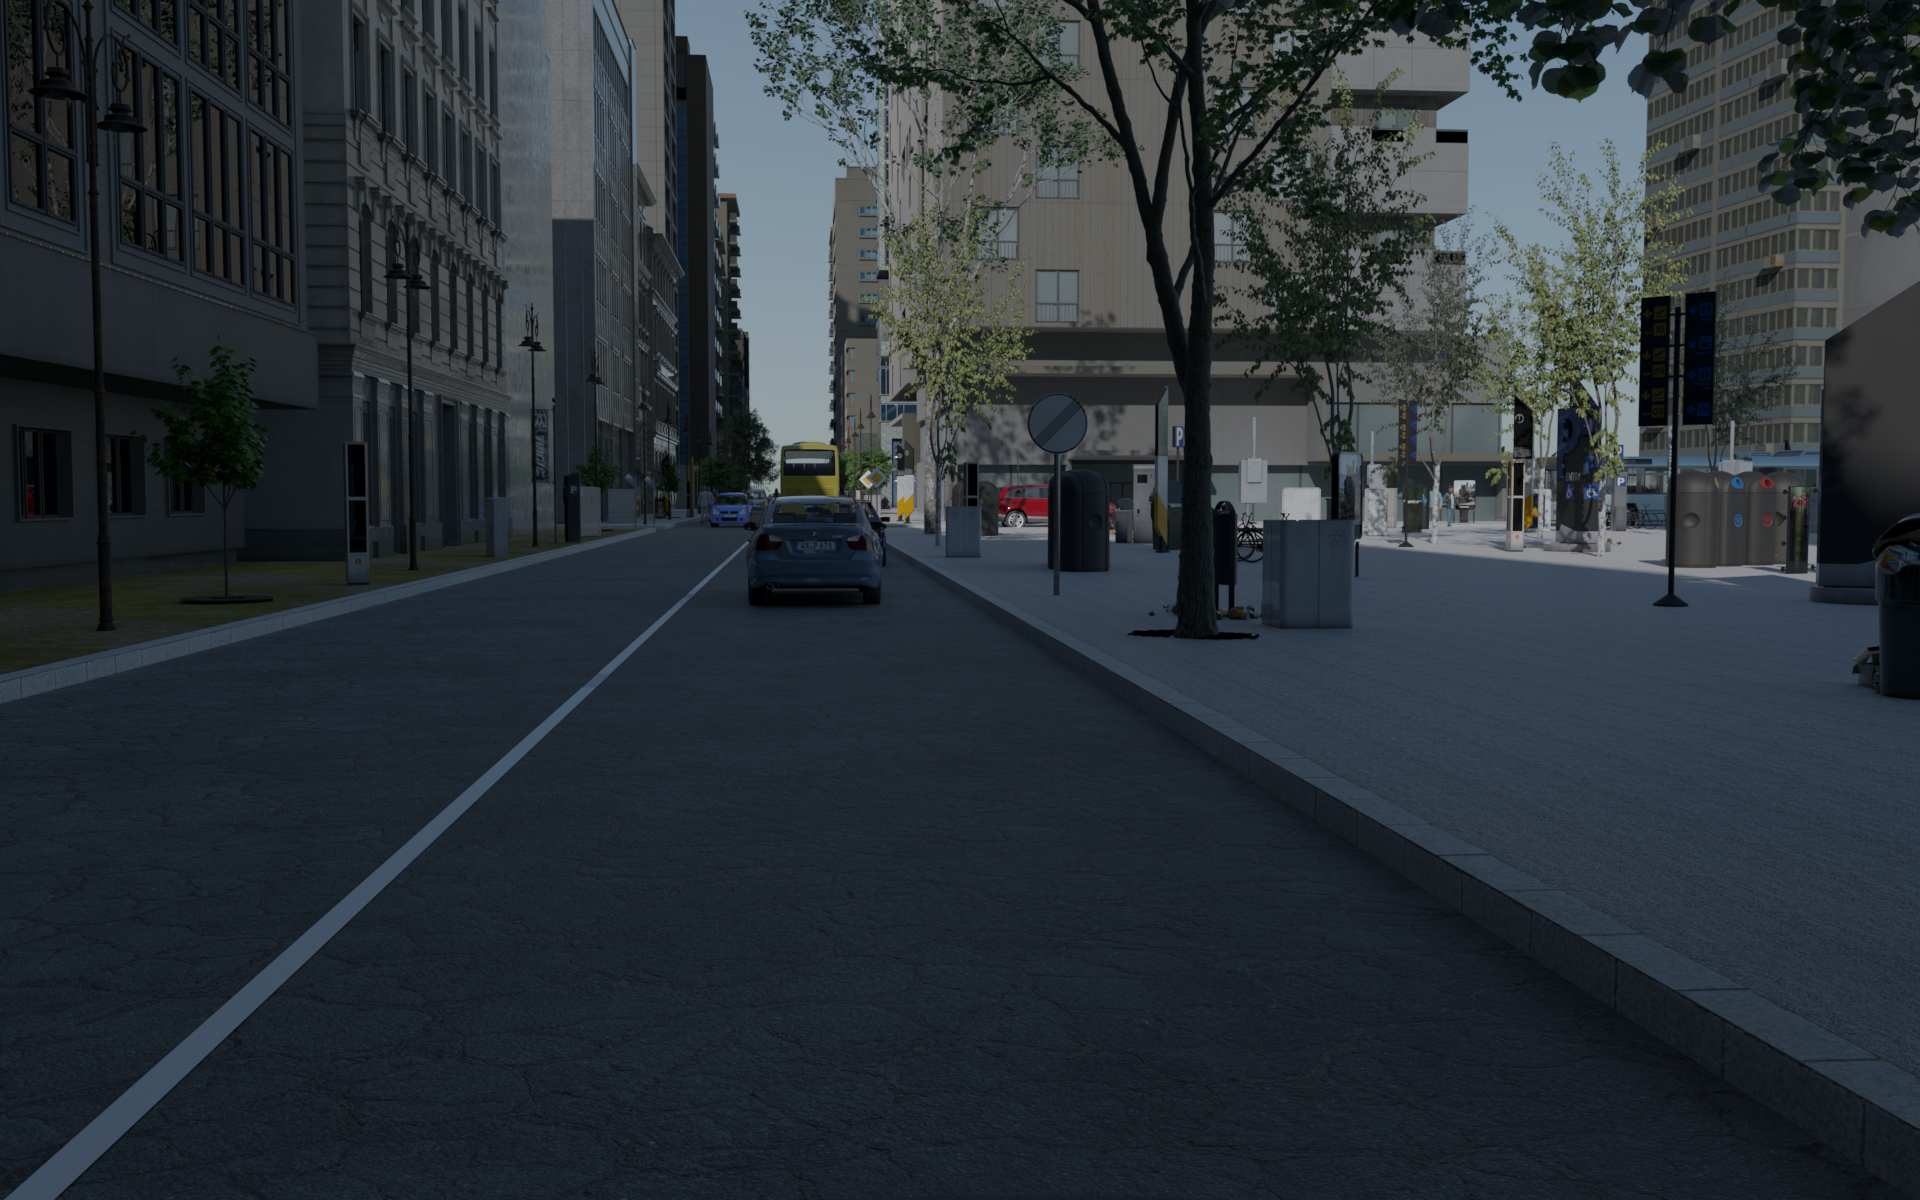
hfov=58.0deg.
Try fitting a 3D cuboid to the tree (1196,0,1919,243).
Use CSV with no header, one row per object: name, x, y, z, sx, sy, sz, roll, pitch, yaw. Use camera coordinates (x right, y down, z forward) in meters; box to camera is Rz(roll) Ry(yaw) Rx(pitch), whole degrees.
tree,3.559,-5.961,4.126,9.857,13.997,8.962,0,3,0

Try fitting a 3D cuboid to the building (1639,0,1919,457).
building,54.305,-24.778,96.994,23.993,40.220,32.217,0,4,-5

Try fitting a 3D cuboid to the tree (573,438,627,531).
tree,-12.636,-3.995,59.923,1.663,3.219,1.824,0,3,0

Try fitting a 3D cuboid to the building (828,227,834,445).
building,-9.908,-38.096,277.490,22.147,44.769,28.867,0,4,-5

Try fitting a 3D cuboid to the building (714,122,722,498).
building,-38.582,-35.232,195.657,23.786,49.044,30.456,0,4,-5

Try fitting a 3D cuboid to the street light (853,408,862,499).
street light,-5.317,-7.338,92.763,0.468,5.910,1.993,0,4,-5

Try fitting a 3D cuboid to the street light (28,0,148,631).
street light,-8.030,-2.650,16.118,0.468,5.910,1.993,0,4,-5

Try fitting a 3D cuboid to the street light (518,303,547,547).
street light,-10.358,-4.238,42.077,0.468,5.910,1.993,0,4,-5

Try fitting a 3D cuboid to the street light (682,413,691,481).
street light,-15.618,-7.723,99.055,0.468,5.910,1.993,0,4,-5

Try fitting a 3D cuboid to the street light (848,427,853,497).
street light,-6.407,-8.129,105.703,0.468,5.910,1.993,0,4,-5

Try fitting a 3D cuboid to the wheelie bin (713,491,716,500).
wheelie bin,-18.452,-7.359,128.229,0.693,1.594,0.980,2,4,25

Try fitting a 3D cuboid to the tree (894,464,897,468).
tree,-7.739,-8.912,129.419,4.285,4.588,4.351,0,3,0

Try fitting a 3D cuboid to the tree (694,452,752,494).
tree,-19.038,-9.196,134.073,4.285,4.588,4.351,0,3,0

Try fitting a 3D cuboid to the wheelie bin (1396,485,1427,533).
wheelie bin,14.966,-3.028,57.419,0.980,1.594,0.693,1,4,15

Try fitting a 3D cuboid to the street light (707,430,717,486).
street light,-18.042,-9.329,125.310,0.468,5.910,1.993,0,4,-5

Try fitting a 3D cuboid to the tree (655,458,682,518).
tree,-15.404,-5.981,92.391,1.663,3.219,1.824,0,3,0

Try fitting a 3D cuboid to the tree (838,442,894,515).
tree,-7.008,-7.943,113.587,4.285,4.588,4.351,0,3,0

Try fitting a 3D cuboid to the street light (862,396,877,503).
street light,-4.098,-6.547,79.836,0.468,5.910,1.993,0,4,-5

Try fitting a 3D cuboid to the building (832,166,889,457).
building,-7.620,-38.446,252.292,21.300,48.544,21.600,0,4,-5

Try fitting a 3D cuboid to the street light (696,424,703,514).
street light,-16.848,-8.513,111.982,0.468,5.910,1.993,0,4,-5

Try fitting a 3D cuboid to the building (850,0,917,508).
building,0.323,-52.815,176.190,22.319,86.520,31.000,0,4,-5

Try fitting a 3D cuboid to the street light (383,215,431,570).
street light,-9.223,-3.441,29.048,0.468,5.910,1.993,0,4,-5

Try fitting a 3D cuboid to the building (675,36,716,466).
building,-31.867,-32.019,173.625,14.600,45.320,14.200,0,4,-5

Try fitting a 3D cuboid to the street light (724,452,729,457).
street light,-20.300,-10.749,148.535,0.468,5.910,1.993,0,4,-5

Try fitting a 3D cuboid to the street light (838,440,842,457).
street light,-8.867,-9.767,132.484,0.468,5.910,1.993,0,4,-5

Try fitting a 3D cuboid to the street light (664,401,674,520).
street light,-14.473,-6.932,86.121,0.468,5.910,1.993,0,4,-5

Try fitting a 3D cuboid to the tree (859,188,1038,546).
tree,-0.294,-5.650,42.734,4.737,8.622,4.395,0,3,0

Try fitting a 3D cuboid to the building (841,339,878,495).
building,-0.129,-22.209,208.152,27.650,21.520,28.899,0,4,-5

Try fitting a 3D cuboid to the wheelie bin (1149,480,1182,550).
wheelie bin,4.761,-1.956,39.882,0.980,1.594,0.693,-2,4,-34

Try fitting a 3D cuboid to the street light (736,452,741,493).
street light,-22.686,-12.364,174.942,0.468,5.910,1.993,0,4,-5

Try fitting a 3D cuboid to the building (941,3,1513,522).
building,10.895,-30.590,89.384,27.495,52.752,28.713,0,4,-5

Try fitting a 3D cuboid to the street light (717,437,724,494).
street light,-19.323,-10.127,138.371,0.468,5.910,1.993,0,4,-5

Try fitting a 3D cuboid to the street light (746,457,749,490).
street light,-25.097,-13.946,200.800,0.468,5.910,1.993,0,4,-5

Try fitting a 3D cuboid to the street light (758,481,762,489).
street light,-31.373,-18.164,269.768,0.468,5.910,1.993,0,4,-5

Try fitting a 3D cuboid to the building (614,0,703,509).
building,-33.725,-43.808,154.510,20.563,71.187,20.611,0,4,-5

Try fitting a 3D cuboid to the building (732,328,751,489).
building,-43.170,-32.061,295.905,14.160,30.474,14.107,0,4,-5

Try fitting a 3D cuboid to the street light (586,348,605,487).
street light,-11.559,-5.029,55.006,0.468,5.910,1.993,0,4,-5

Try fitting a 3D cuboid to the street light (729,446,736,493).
street light,-21.501,-11.573,162.011,0.468,5.910,1.993,0,4,-5

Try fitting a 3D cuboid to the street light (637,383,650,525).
street light,-13.173,-6.085,72.285,0.468,5.910,1.993,0,4,-5

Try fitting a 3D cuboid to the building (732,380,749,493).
building,-47.826,-26.248,274.198,27.650,21.520,28.899,0,4,-5

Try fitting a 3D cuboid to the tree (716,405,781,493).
tree,-27.453,-18.686,222.530,9.611,12.733,9.660,0,3,0

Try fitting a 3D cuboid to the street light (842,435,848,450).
street light,-7.668,-8.954,119.183,0.468,5.910,1.993,0,4,-5

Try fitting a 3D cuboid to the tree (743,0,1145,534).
tree,0.507,-12.168,54.838,12.611,20.169,13.585,0,3,0

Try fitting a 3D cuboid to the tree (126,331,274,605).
tree,-8.712,-1.593,20.651,1.663,3.219,1.824,0,3,0

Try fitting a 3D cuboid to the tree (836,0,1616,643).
tree,1.944,-5.468,15.150,9.928,11.665,9.643,0,3,0

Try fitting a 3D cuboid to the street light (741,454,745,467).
street light,-23.863,-13.155,187.873,0.468,5.910,1.993,0,4,-5

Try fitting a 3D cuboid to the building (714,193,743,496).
building,-42.168,-36.069,244.348,22.147,44.769,28.867,0,4,-5
